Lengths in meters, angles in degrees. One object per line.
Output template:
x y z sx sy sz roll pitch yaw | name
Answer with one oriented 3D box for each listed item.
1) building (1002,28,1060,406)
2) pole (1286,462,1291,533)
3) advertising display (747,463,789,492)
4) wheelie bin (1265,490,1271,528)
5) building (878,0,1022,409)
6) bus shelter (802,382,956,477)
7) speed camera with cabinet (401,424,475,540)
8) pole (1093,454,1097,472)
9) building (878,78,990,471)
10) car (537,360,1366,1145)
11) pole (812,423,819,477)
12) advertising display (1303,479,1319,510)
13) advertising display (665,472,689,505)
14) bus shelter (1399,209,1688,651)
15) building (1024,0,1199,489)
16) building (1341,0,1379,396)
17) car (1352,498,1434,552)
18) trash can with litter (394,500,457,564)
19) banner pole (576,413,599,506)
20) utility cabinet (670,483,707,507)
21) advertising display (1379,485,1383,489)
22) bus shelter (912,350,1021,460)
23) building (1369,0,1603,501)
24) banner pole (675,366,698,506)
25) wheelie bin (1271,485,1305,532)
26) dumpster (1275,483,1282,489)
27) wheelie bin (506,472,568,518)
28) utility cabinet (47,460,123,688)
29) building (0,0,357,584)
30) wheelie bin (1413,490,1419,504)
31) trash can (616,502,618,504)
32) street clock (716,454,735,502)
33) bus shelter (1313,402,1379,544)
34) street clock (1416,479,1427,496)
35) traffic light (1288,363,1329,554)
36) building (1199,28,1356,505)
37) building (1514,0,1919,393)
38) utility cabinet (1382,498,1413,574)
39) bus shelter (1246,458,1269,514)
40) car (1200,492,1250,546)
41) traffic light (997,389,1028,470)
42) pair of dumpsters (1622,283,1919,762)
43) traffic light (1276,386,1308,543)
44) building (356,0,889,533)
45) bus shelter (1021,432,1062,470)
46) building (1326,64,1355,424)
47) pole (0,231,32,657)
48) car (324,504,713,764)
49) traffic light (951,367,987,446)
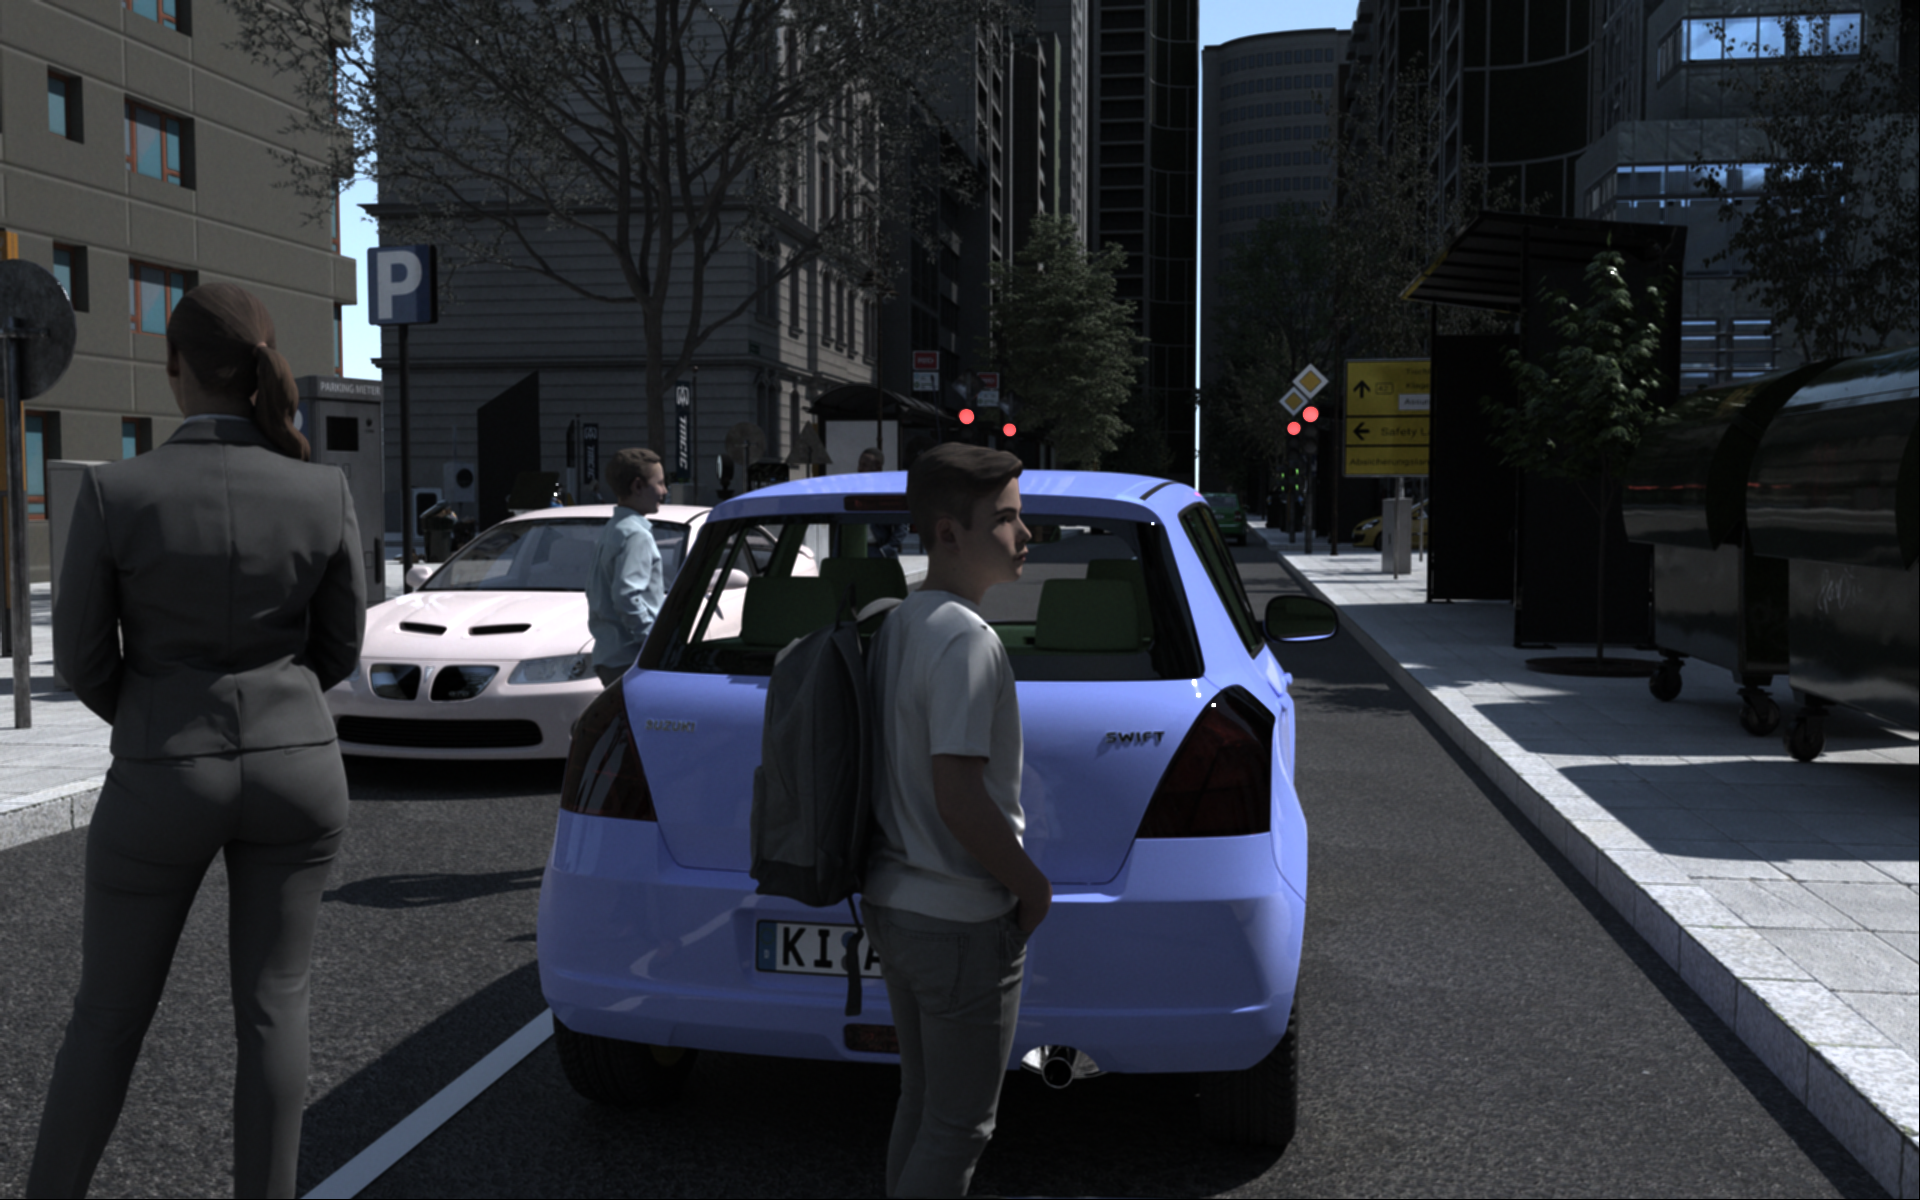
0.999 -28.508 149.694 14.154 41.232 14.086 1 4 8 | building
10.760 -3.837 56.572 0.158 3.312 0.155 0 3 0 | pole
-3.959 -1.871 35.810 0.974 1.923 0.123 -3 5 -40 | advertising display
11.895 -3.495 65.055 0.693 1.594 0.980 2 4 34 | wheelie bin
2.243 -45.327 179.352 20.611 71.187 20.563 1 4 8 | building
-1.474 -2.461 34.154 2.014 3.302 5.546 1 4 8 | bus shelter
-14.663 -3.323 48.667 0.660 3.252 2.038 3 5 40 | speed camera with cabinet
6.096 -5.169 78.355 0.158 3.312 0.155 0 3 0 | pole
-7.297 -16.814 93.977 14.314 24.678 30.058 1 4 8 | building
0.165 0.267 5.226 1.945 1.707 3.694 1 4 10 | car
-4.172 -3.442 50.120 0.158 3.312 0.155 0 3 0 | pole
14.981 -4.214 74.108 0.974 1.923 0.123 -1 4 -22 | advertising display
-8.376 -2.783 50.711 0.974 1.923 0.123 -3 5 -40 | advertising display
5.571 -1.591 17.298 1.731 3.624 6.357 1 4 8 | bus shelter
19.830 -47.872 220.957 20.611 71.187 20.563 1 4 8 | building
45.928 -32.675 153.845 23.786 49.044 30.456 1 4 8 | building
11.334 -1.883 41.014 3.980 1.641 2.015 1 4 9 | car
-9.902 -1.265 32.076 1.055 1.170 0.624 -2 4 -35 | trash can with litter
-11.604 -3.899 53.764 0.863 3.779 0.401 -2 4 -26 | banner pole
-5.635 -1.677 36.097 0.318 1.500 1.173 1 4 15 | utility cabinet
28.498 -6.861 117.397 0.123 1.923 0.974 2 4 28 | advertising display
0.139 -4.483 50.930 2.179 5.291 8.768 1 4 8 | bus shelter
40.058 -42.203 128.272 20.563 71.187 20.611 1 4 8 | building
-5.299 -2.678 33.796 0.401 3.779 0.863 2 4 28 | banner pole
11.190 -3.085 58.348 0.980 1.594 0.693 3 4 38 | wheelie bin
21.220 -6.820 114.008 1.502 2.255 1.985 1 4 8 | dumpster
-5.948 -1.008 24.396 0.980 1.594 0.693 1 4 17 | wheelie bin
-5.643 -0.190 11.779 0.318 1.500 1.173 1 4 10 | utility cabinet
-28.209 -10.841 22.288 28.899 21.520 27.650 1 4 8 | building
22.432 -4.782 86.095 0.693 1.594 0.980 1 4 10 | wheelie bin
-5.577 -1.123 30.020 0.748 1.137 0.748 0 3 0 | trash can
-4.242 -1.637 31.327 0.358 2.002 0.471 -1 4 -20 | street clock
10.404 -3.426 47.294 1.731 3.624 6.357 1 4 9 | bus shelter
21.868 -4.745 82.153 0.471 2.002 0.358 0 4 1 | street clock
7.491 -2.955 37.230 0.839 4.253 0.868 1 4 8 | traffic light
44.489 -41.366 218.332 28.212 58.520 21.231 1 4 8 | building
35.937 -45.644 58.946 31.000 86.520 22.319 1 4 8 | building
7.082 -1.037 28.122 0.306 1.237 1.020 0 4 3 | utility cabinet
19.420 -7.487 113.703 1.731 3.624 6.357 1 4 9 | bus shelter
7.256 -2.476 49.279 1.959 1.807 4.718 1 4 9 | car
1.374 -3.503 46.187 0.839 4.253 0.868 1 4 8 | traffic light
4.610 -0.374 8.607 1.574 2.255 4.437 1 4 8 | pair of dumpsters
8.659 -3.438 45.130 0.839 4.253 0.868 1 4 8 | traffic light
-11.250 -17.099 66.955 14.401 28.519 23.554 1 4 8 | building
2.017 -5.012 59.574 2.179 5.291 8.768 1 4 9 | bus shelter
44.951 -32.213 176.798 14.600 45.320 14.200 1 4 8 | building
-7.451 -1.207 13.581 0.158 3.312 0.155 0 3 0 | pole
-2.133 0.111 10.555 2.083 1.381 4.827 1 4 10 | car
0.206 -3.019 38.287 0.839 4.253 0.868 1 4 8 | traffic light
